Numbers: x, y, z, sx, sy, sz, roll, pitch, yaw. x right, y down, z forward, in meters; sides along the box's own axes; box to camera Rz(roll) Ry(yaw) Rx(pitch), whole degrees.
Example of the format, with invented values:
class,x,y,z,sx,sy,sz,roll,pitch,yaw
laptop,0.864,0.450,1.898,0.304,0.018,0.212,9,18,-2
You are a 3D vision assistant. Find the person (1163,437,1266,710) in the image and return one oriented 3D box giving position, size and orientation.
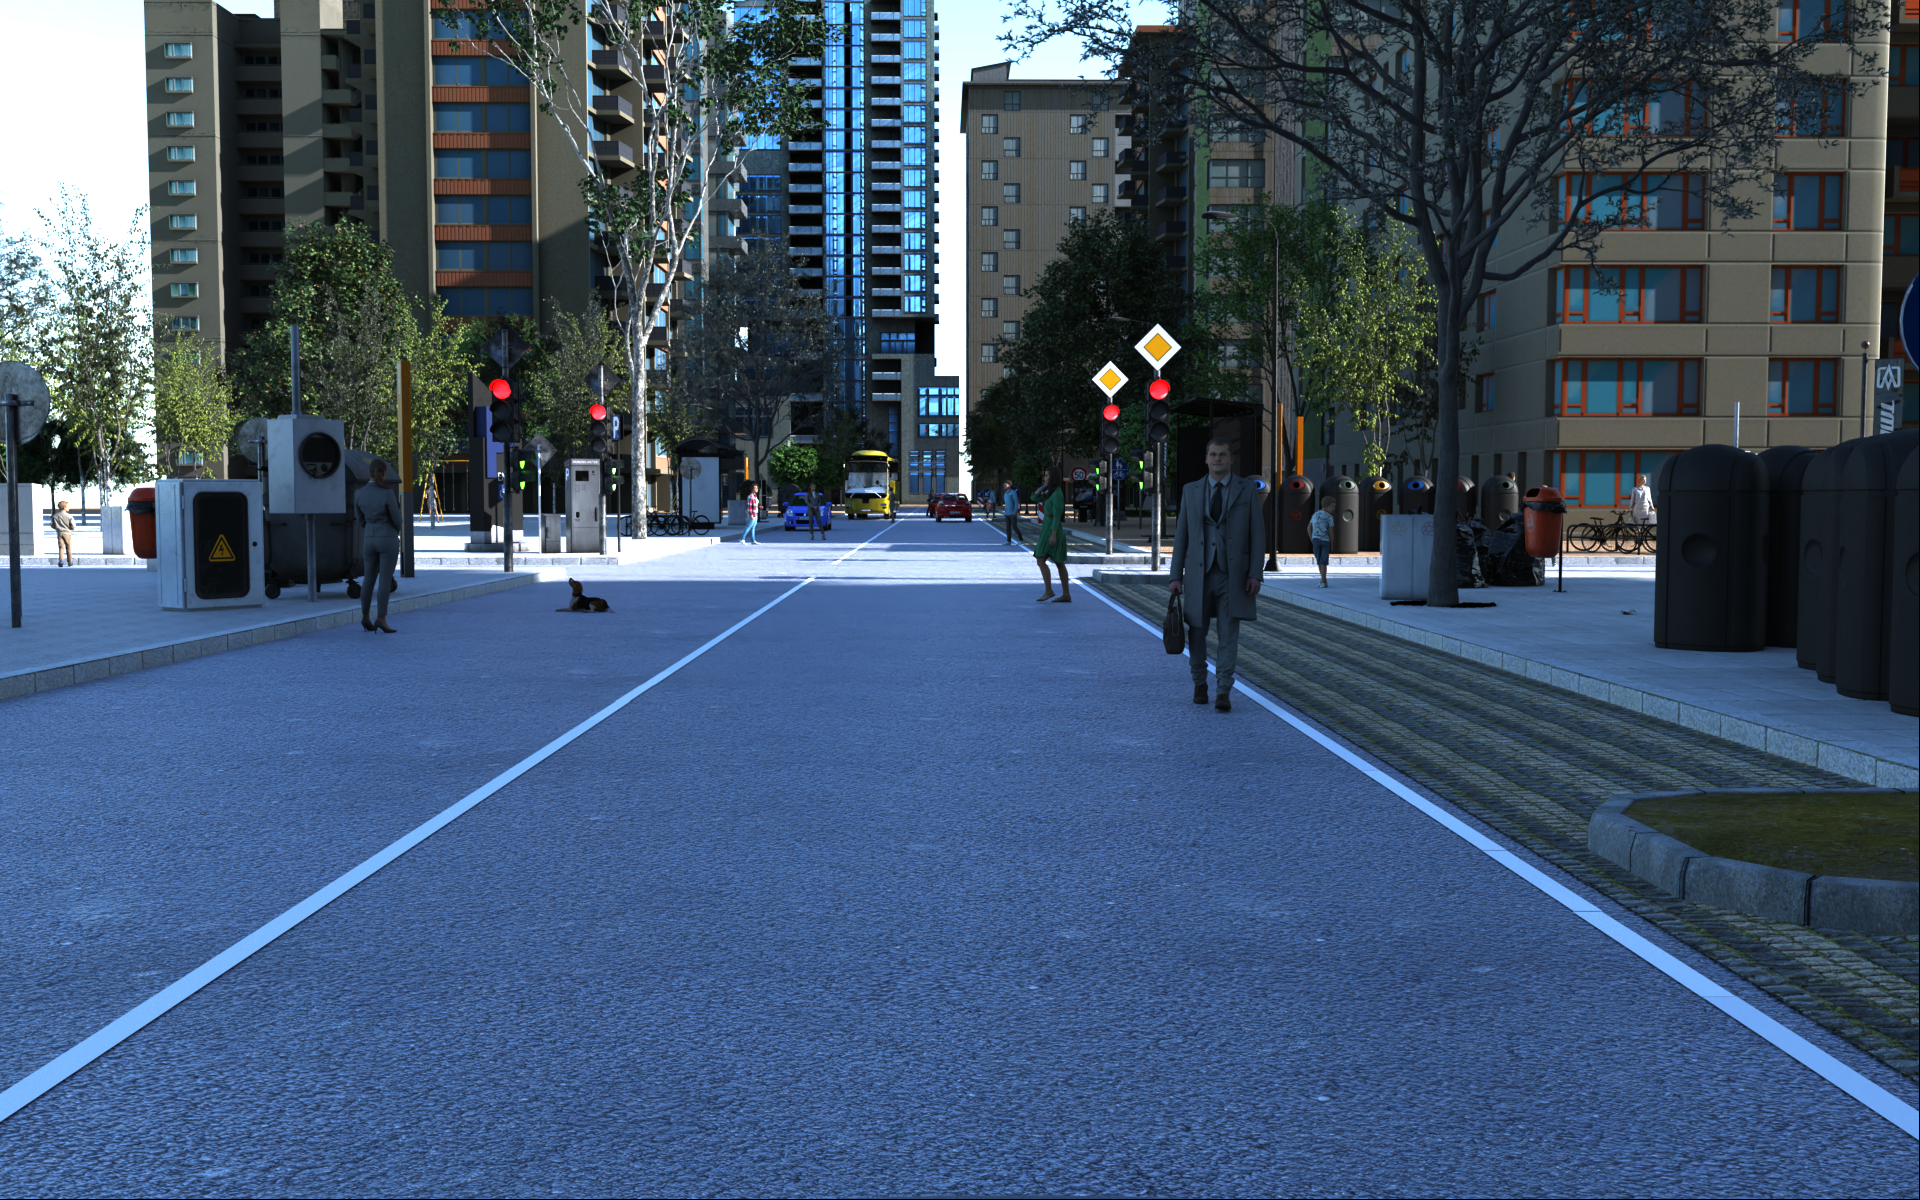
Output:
class,x,y,z,sx,sy,sz,roll,pitch,yaw
person,1.694,-0.185,11.626,0.694,1.812,0.767,1,4,16

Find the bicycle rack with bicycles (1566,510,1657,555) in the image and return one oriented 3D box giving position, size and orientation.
class,x,y,z,sx,sy,sz,roll,pitch,yaw
bicycle rack with bicycles,14.547,-1.499,37.894,2.852,0.926,2.925,-2,4,-33

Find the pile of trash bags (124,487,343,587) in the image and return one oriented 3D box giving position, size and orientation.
class,x,y,z,sx,sy,sz,roll,pitch,yaw
pile of trash bags,-10.119,-0.855,23.738,1.912,1.369,3.447,1,4,12

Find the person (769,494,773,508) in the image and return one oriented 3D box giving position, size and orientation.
class,x,y,z,sx,sy,sz,roll,pitch,yaw
person,-17.249,-9.193,157.009,0.551,1.740,0.621,0,4,-6

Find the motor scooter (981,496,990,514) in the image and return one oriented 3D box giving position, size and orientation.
class,x,y,z,sx,sy,sz,roll,pitch,yaw
motor scooter,1.922,-6.861,124.961,0.815,1.314,1.986,0,4,-1

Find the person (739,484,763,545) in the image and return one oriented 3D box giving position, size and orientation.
class,x,y,z,sx,sy,sz,roll,pitch,yaw
person,-5.924,-2.433,49.123,0.643,1.720,0.563,0,4,6

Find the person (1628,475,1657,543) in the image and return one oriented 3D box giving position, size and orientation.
class,x,y,z,sx,sy,sz,roll,pitch,yaw
person,17.808,-2.373,45.193,0.694,1.780,0.624,1,4,21

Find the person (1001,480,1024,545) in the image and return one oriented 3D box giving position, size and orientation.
class,x,y,z,sx,sy,sz,roll,pitch,yaw
person,1.493,-2.459,48.730,0.620,1.820,0.660,-2,4,-34

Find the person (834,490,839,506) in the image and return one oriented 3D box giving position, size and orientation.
class,x,y,z,sx,sy,sz,roll,pitch,yaw
person,-13.243,-10.972,186.125,0.721,1.739,1.217,1,4,18

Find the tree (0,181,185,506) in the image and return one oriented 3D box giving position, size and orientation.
class,x,y,z,sx,sy,sz,roll,pitch,yaw
tree,-20.260,-5.535,40.857,4.360,8.622,3.978,0,3,0

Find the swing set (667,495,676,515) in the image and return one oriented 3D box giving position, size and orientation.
class,x,y,z,sx,sy,sz,roll,pitch,yaw
swing set,-16.946,-6.815,109.047,2.862,2.851,3.119,-1,4,-13

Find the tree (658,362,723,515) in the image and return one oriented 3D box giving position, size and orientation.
class,x,y,z,sx,sy,sz,roll,pitch,yaw
tree,-15.579,-8.929,96.346,4.360,8.622,3.978,0,3,0

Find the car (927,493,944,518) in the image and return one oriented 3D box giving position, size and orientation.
class,x,y,z,sx,sy,sz,roll,pitch,yaw
car,-0.965,-5.957,106.443,2.155,1.783,4.494,0,4,0

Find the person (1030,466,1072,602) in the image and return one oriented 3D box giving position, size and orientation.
class,x,y,z,sx,sy,sz,roll,pitch,yaw
person,1.239,-0.860,22.806,0.529,1.795,0.600,-1,4,-16

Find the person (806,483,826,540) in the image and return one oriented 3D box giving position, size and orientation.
class,x,y,z,sx,sy,sz,roll,pitch,yaw
person,-4.527,-2.786,54.324,0.520,1.790,0.573,-3,5,-39

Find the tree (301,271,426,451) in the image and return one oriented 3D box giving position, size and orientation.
class,x,y,z,sx,sy,sz,roll,pitch,yaw
tree,-20.081,-6.579,57.933,4.360,8.622,3.978,0,3,0

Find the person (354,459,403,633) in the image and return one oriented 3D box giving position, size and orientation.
class,x,y,z,sx,sy,sz,roll,pitch,yaw
person,-5.983,-0.560,17.933,0.520,1.790,0.573,0,4,0

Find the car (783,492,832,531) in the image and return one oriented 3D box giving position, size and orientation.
class,x,y,z,sx,sy,sz,roll,pitch,yaw
car,-6.002,-3.605,68.539,1.945,1.707,3.694,0,4,-1

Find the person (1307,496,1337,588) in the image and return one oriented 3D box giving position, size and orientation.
class,x,y,z,sx,sy,sz,roll,pitch,yaw
person,4.965,-0.797,23.756,0.352,1.250,0.332,-1,4,-18

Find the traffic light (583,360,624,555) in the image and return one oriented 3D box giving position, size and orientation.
class,x,y,z,sx,sy,sz,roll,pitch,yaw
traffic light,-7.519,-2.907,36.454,0.839,4.253,0.868,0,4,-1

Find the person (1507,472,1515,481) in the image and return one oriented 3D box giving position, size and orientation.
class,x,y,z,sx,sy,sz,roll,pitch,yaw
person,13.685,-2.302,43.526,0.795,1.843,0.661,0,4,3

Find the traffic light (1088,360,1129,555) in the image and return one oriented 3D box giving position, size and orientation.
class,x,y,z,sx,sy,sz,roll,pitch,yaw
traffic light,3.142,-2.915,36.586,0.839,4.253,0.868,0,4,-1

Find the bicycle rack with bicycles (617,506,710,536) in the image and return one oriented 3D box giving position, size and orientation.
class,x,y,z,sx,sy,sz,roll,pitch,yaw
bicycle rack with bicycles,-9.233,-2.474,53.826,2.925,0.926,2.852,-1,4,-14

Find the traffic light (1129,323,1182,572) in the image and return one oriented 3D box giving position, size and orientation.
class,x,y,z,sx,sy,sz,roll,pitch,yaw
traffic light,3.229,-2.427,28.601,0.839,4.253,0.868,0,4,-1

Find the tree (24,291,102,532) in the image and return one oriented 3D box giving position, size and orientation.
class,x,y,z,sx,sy,sz,roll,pitch,yaw
tree,-35.124,-6.921,63.524,4.737,8.622,4.395,0,3,0

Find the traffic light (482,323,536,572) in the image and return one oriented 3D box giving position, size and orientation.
class,x,y,z,sx,sy,sz,roll,pitch,yaw
traffic light,-7.432,-2.419,28.470,0.839,4.253,0.868,0,4,-1

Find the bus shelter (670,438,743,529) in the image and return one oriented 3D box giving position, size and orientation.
class,x,y,z,sx,sy,sz,roll,pitch,yaw
bus shelter,-9.493,-4.370,65.366,2.014,3.302,5.546,0,4,-1

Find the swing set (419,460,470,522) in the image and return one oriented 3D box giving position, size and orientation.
class,x,y,z,sx,sy,sz,roll,pitch,yaw
swing set,-23.241,-5.048,80.157,3.119,2.851,2.862,0,4,5

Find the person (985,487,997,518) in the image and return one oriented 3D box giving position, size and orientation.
class,x,y,z,sx,sy,sz,roll,pitch,yaw
person,1.865,-5.729,102.035,0.748,1.841,0.638,0,4,-1

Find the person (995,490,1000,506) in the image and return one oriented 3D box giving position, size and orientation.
class,x,y,z,sx,sy,sz,roll,pitch,yaw
person,4.028,-10.815,183.789,0.530,1.710,0.541,-1,4,-16

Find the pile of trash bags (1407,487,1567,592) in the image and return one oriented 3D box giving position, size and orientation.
class,x,y,z,sx,sy,sz,roll,pitch,yaw
pile of trash bags,7.359,-0.872,24.007,1.912,1.369,3.447,-1,4,-12

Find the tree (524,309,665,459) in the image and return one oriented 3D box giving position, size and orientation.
class,x,y,z,sx,sy,sz,roll,pitch,yaw
tree,-14.674,-7.205,68.171,4.737,8.622,4.395,0,3,0

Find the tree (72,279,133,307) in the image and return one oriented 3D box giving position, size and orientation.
class,x,y,z,sx,sy,sz,roll,pitch,yaw
tree,-29.303,-6.638,58.890,4.737,8.622,4.395,0,3,0

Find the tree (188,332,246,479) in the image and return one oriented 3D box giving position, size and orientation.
class,x,y,z,sx,sy,sz,roll,pitch,yaw
tree,-34.547,-7.708,76.382,4.737,8.622,4.395,0,3,0

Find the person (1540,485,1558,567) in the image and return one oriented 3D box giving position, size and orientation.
class,x,y,z,sx,sy,sz,roll,pitch,yaw
person,11.026,-1.371,32.721,0.589,1.601,0.330,3,4,36

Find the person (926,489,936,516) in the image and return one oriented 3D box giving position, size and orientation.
class,x,y,z,sx,sy,sz,roll,pitch,yaw
person,-1.794,-6.313,112.109,0.834,1.777,0.661,0,4,-1

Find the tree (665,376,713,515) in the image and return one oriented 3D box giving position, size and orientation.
class,x,y,z,sx,sy,sz,roll,pitch,yaw
tree,-17.106,-9.372,103.586,4.737,8.622,4.395,0,3,0

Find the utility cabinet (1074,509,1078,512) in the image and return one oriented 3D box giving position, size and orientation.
class,x,y,z,sx,sy,sz,roll,pitch,yaw
utility cabinet,7.577,-6.053,107.652,0.318,1.500,1.173,-3,4,-39

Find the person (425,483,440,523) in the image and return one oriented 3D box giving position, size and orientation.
class,x,y,z,sx,sy,sz,roll,pitch,yaw
person,-23.511,-4.329,77.169,0.599,1.781,0.374,-1,4,-12

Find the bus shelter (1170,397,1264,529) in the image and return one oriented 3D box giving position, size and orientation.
class,x,y,z,sx,sy,sz,roll,pitch,yaw
bus shelter,6.526,-3.284,44.975,1.731,3.624,6.357,0,4,-1

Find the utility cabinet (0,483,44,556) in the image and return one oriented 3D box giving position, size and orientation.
class,x,y,z,sx,sy,sz,roll,pitch,yaw
utility cabinet,-19.538,-1.655,35.741,1.173,1.500,0.318,1,4,10

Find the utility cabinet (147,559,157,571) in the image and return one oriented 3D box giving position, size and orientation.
class,x,y,z,sx,sy,sz,roll,pitch,yaw
utility cabinet,-13.223,-1.084,28.884,1.020,1.237,0.306,3,5,43

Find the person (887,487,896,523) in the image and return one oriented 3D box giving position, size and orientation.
class,x,y,z,sx,sy,sz,roll,pitch,yaw
person,-3.414,-4.738,86.302,0.374,1.781,0.599,2,4,27

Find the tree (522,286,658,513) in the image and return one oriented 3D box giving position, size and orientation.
class,x,y,z,sx,sy,sz,roll,pitch,yaw
tree,-13.528,-6.833,62.075,4.360,8.622,3.978,0,3,0

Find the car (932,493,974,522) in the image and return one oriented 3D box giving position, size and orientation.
class,x,y,z,sx,sy,sz,roll,pitch,yaw
car,-0.341,-4.914,89.391,2.155,1.783,4.494,0,4,-2

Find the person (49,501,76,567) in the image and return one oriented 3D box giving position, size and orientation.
class,x,y,z,sx,sy,sz,roll,pitch,yaw
person,-17.614,-1.299,34.013,0.475,1.303,0.640,-1,4,-20
